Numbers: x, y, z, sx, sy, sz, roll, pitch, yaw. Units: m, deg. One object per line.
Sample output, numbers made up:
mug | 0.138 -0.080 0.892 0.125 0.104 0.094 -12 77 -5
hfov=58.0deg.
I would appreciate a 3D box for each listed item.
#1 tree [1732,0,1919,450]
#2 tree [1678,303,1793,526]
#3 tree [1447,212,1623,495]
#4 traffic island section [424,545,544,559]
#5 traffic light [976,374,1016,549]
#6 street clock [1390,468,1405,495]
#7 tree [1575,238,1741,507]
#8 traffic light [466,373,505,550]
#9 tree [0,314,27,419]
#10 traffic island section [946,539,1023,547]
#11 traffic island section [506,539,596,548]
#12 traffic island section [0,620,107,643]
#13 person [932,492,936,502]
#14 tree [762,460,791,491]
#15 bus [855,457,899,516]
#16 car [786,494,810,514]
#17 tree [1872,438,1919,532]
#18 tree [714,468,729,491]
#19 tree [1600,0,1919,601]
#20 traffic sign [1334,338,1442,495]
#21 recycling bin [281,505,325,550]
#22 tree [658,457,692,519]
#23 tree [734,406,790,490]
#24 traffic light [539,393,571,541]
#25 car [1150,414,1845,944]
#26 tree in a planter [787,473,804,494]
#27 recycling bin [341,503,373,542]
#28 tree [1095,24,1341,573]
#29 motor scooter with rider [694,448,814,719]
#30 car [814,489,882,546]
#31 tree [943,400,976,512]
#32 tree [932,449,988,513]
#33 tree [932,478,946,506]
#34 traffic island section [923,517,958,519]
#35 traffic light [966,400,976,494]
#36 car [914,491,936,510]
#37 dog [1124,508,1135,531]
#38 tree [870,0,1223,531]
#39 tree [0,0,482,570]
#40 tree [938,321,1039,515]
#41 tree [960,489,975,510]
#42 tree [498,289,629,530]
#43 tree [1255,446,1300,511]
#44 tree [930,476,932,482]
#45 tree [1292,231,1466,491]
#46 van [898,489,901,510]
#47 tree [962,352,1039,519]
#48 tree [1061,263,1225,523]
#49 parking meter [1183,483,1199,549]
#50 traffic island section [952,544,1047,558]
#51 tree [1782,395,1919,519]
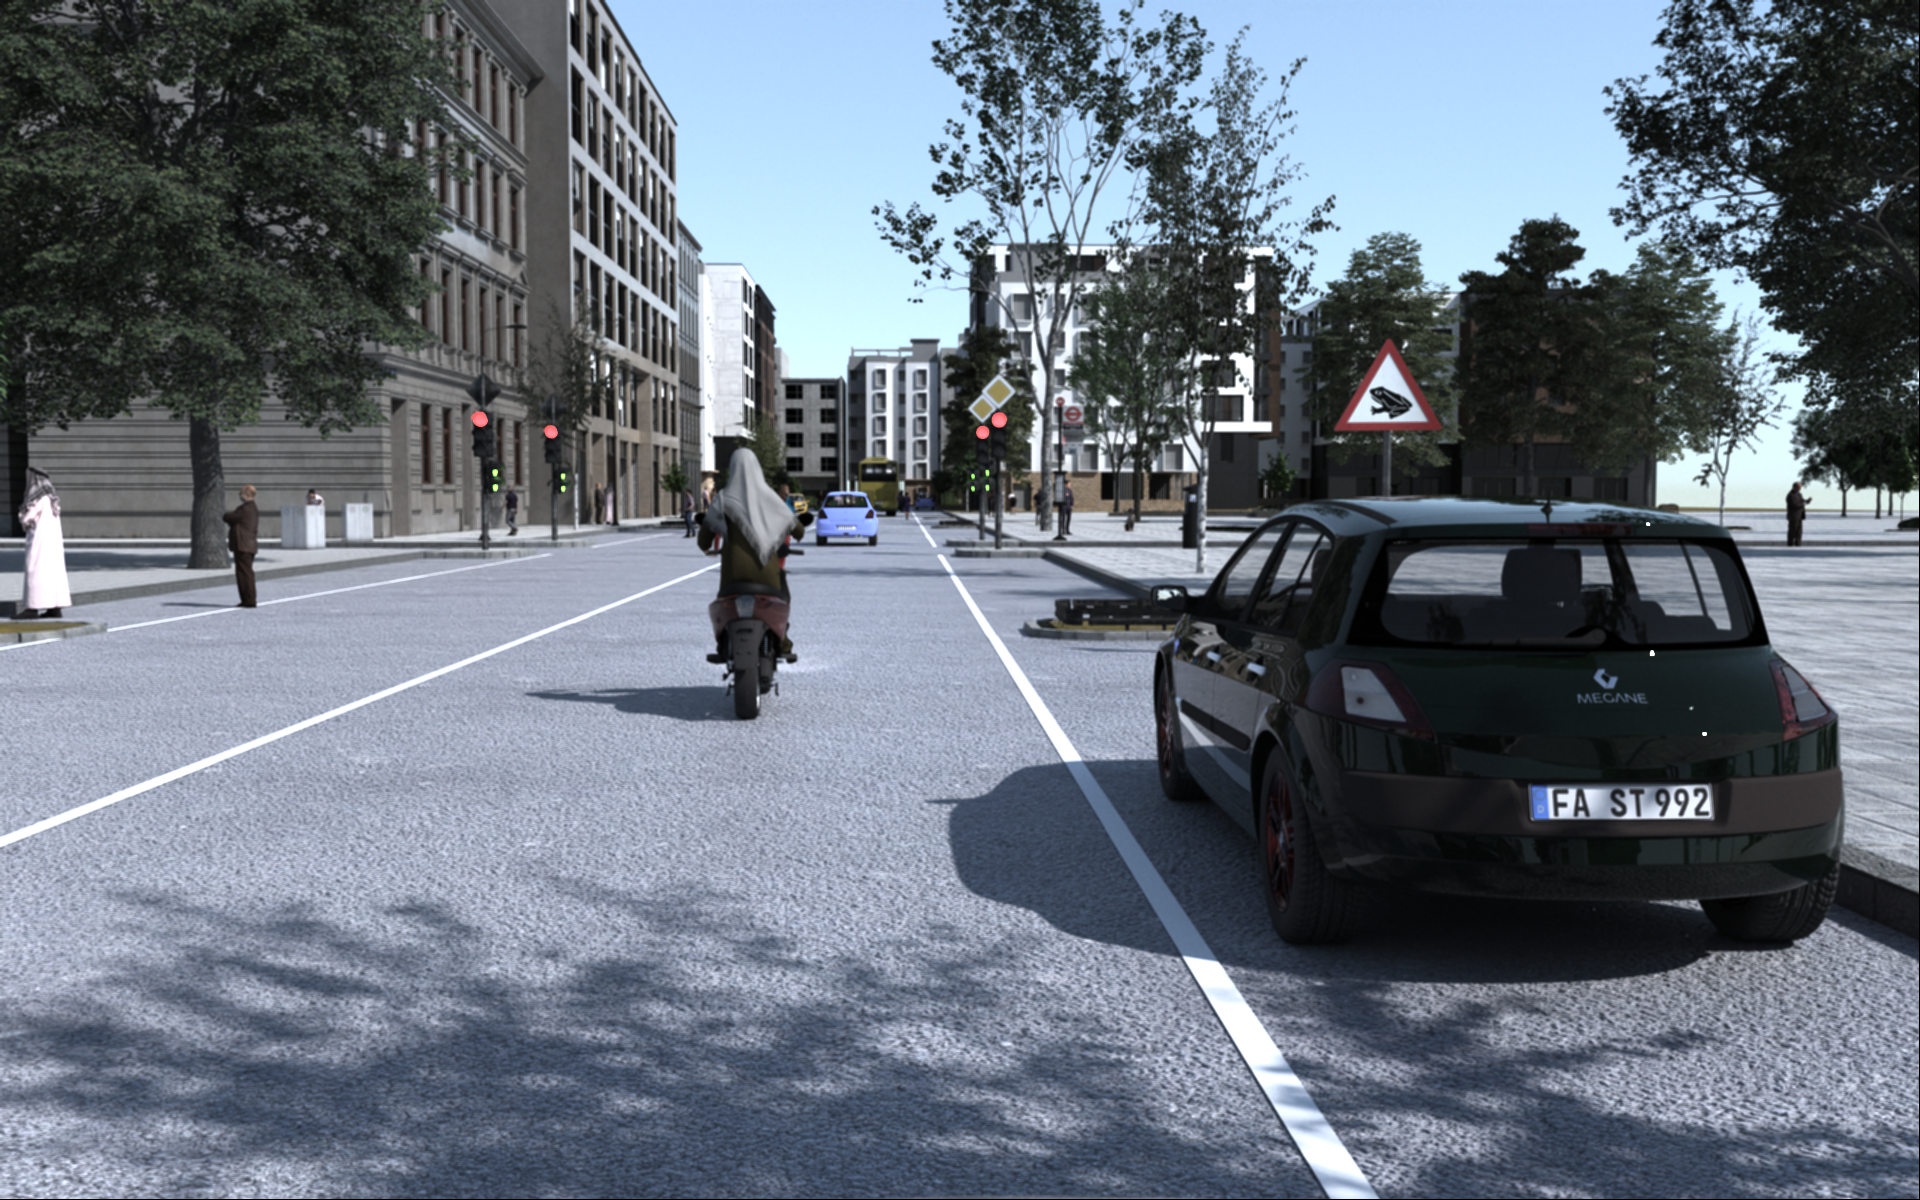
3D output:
tree | 20.723 -7.864 35.236 9.857 13.997 8.962 0 3 0
tree | 30.118 -7.189 67.896 4.360 8.622 3.978 0 3 0
tree | 22.022 -8.857 66.864 6.751 12.117 7.091 0 3 0
traffic island section | -10.924 -1.071 39.792 2.009 0.180 2.903 0 4 -2
traffic light | 0.870 -3.109 40.077 0.839 4.213 0.868 0 4 -2
street clock | 12.094 -2.665 48.139 0.471 2.002 0.358 1 4 23
tree | 30.999 -9.708 76.857 7.486 12.596 7.792 0 3 0
traffic light | -10.883 -3.083 39.660 0.839 4.213 0.868 0 4 -2
tree | -12.628 -2.212 19.884 4.285 4.588 4.351 0 3 0
traffic island section | 0.638 -1.584 48.171 2.009 0.180 2.903 0 4 -2
traffic island section | -11.197 -1.559 47.772 2.009 0.180 2.903 0 4 -2
traffic island section | -9.830 0.330 17.465 1.991 0.108 1.994 0 4 -2
person | -3.059 -12.001 205.633 0.541 1.710 0.530 -1 4 -17
tree | -17.184 -10.689 158.474 4.285 4.588 4.351 0 3 0
bus | -5.526 -7.563 115.210 2.896 3.916 12.252 0 4 -4
car | -10.908 -6.352 114.073 2.015 1.641 3.980 0 4 -4
tree | 32.430 -3.968 59.475 1.663 3.219 1.824 0 3 0
tree | -15.883 -7.606 118.952 1.663 3.219 1.824 0 3 0
tree | 11.187 -5.226 19.852 7.601 10.594 8.767 -3 5 -44
traffic sign | 3.586 -0.891 14.573 0.884 2.594 0.081 0 4 7
recycling bin | -15.272 -1.695 40.266 0.722 1.027 0.722 1 4 13
tree | -14.796 -5.825 89.838 1.663 3.219 1.824 0 3 0
tree | -16.660 -11.815 143.530 4.737 8.622 4.395 0 3 0
traffic light | -11.157 -3.572 47.640 0.839 4.213 0.868 0 4 -2
car | 1.830 0.175 6.926 2.009 1.686 4.222 0 4 -1
tree in a planter | -14.354 -9.312 149.470 1.991 3.239 1.994 0 4 -2
recycling bin | -16.338 -2.102 46.928 0.722 1.027 0.722 -2 4 -29
tree | 4.026 -4.762 28.216 4.360 8.622 3.978 0 3 0
motor scooter with rider | -1.362 -0.163 11.628 0.876 1.779 1.986 0 4 -3
car | -3.191 -2.418 49.119 1.945 1.707 3.694 0 4 -3
tree | 0.536 -10.819 127.245 4.360 8.622 3.978 0 3 0
tree | 0.648 -8.397 121.006 4.285 4.588 4.351 0 3 0
tree | -2.059 -12.095 192.357 1.663 3.219 1.824 0 3 0
traffic island section | -1.136 -4.702 99.749 1.991 0.108 1.994 0 4 -2
traffic light | 0.597 -3.597 48.057 0.839 4.213 0.868 0 4 -2
car | -3.131 -8.875 154.695 1.945 1.707 3.694 0 4 -3
dog | 5.955 -2.784 59.904 0.513 0.831 0.800 2 4 27
tree | 3.247 -12.536 60.846 12.611 20.169 13.585 0 3 0
tree | -12.921 -7.498 29.240 9.857 13.997 8.962 0 3 0
tree | 1.508 -11.401 108.460 6.751 12.117 7.091 0 3 0
tree | 0.728 -8.666 136.286 1.663 3.219 1.824 0 3 0
tree | -13.915 -6.794 61.450 4.360 8.622 3.978 0 3 0
tree | 12.825 -4.561 69.172 1.663 3.219 1.824 0 3 0
tree | -1.889 -13.225 199.947 4.285 4.588 4.351 0 3 0
tree | 18.309 -9.633 75.624 7.486 12.596 7.792 0 3 0
van | -6.367 -9.415 158.316 2.240 2.365 5.245 0 4 -1
tree | 2.192 -8.479 89.001 4.737 8.622 4.395 0 3 0
tree | 8.060 -9.297 77.755 9.928 11.665 9.643 0 3 0
parking meter | 5.440 -1.982 40.818 0.372 1.533 0.369 0 3 0
traffic island section | 0.911 -1.095 40.191 2.009 0.180 2.903 0 4 -2
tree | 51.761 -8.162 96.349 11.467 7.101 20.602 1 4 8
